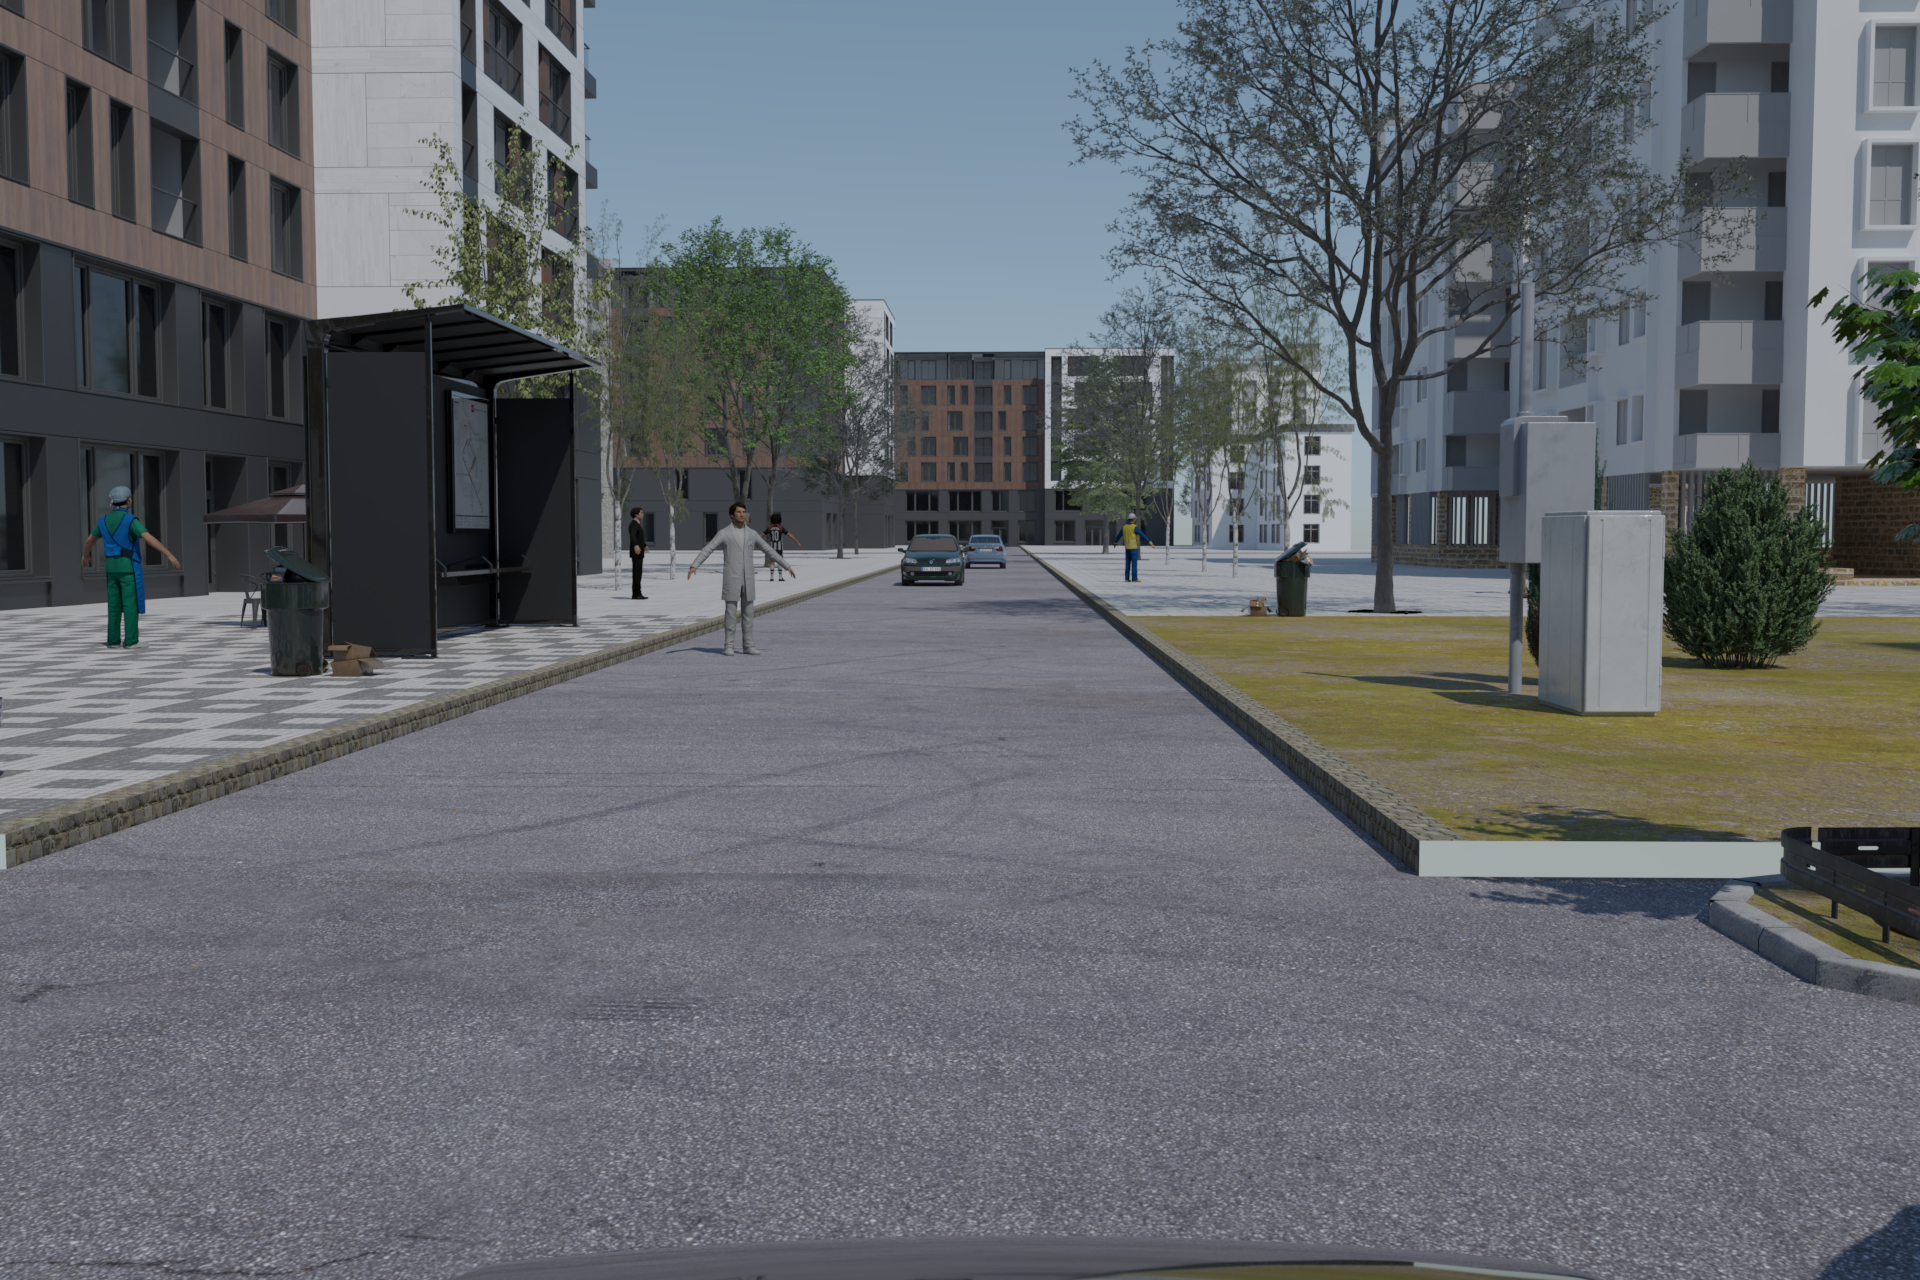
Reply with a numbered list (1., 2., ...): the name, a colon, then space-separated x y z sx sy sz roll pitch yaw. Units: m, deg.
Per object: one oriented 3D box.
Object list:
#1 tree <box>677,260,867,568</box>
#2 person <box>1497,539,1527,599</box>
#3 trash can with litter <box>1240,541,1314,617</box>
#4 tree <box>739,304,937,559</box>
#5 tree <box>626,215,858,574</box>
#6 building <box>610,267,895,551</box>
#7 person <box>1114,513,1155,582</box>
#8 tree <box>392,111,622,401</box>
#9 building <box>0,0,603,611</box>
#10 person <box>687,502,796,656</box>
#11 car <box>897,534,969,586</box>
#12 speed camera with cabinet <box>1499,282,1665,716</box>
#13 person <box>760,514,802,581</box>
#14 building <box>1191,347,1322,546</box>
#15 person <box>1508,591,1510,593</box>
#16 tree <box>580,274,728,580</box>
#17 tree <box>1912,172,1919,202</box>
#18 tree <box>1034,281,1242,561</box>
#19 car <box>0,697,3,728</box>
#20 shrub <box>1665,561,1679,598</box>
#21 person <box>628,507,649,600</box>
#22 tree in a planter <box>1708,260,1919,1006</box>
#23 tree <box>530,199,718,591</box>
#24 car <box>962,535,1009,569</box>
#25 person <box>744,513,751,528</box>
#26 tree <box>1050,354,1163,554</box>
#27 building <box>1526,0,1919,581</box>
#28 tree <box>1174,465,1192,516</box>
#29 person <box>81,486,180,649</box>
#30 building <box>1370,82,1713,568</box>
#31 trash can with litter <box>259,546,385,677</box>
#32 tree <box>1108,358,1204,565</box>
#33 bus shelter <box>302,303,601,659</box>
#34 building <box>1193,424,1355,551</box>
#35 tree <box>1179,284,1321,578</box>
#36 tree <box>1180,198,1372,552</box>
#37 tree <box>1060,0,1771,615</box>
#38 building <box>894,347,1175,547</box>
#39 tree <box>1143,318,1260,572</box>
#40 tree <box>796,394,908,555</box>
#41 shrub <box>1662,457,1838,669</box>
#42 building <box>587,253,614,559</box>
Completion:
1. tree: -7.098 -8.542 65.424 9.928 11.665 9.643 0 3 0
2. person: 11.191 -1.732 34.597 0.705 1.796 1.348 -2 4 -29
3. trash can with litter: 4.924 -0.949 26.909 1.055 1.170 0.624 0 4 1
4. tree: -6.113 -10.942 89.267 12.009 13.543 11.850 0 3 0
5. tree: -7.057 -7.947 55.691 9.928 11.665 9.643 0 3 0
6. building: -20.598 -18.664 149.128 27.936 21.610 32.646 0 4 2
7. person: 4.586 -2.455 46.104 1.349 1.833 0.705 3 5 44
8. tree: -8.220 -4.936 31.074 4.737 8.622 4.395 0 3 0
9. building: -26.061 -11.967 39.639 27.936 21.610 32.646 0 4 2
10. person: -2.606 -0.725 20.501 1.347 1.806 0.705 -2 4 -28
11. car: -0.740 -2.406 49.131 2.009 1.686 4.222 0 4 1
12. speed camera with cabinet: 4.653 -1.145 13.053 0.660 3.252 2.038 0 4 0
13. person: -4.977 -2.498 46.987 1.345 1.843 0.704 0 4 6
14. building: 29.634 -19.977 183.049 16.016 20.090 11.380 0 4 1
15. person: 12.007 -1.929 37.301 0.705 1.858 1.354 2 4 34
16. tree: -7.889 -6.010 48.627 4.360 8.622 3.978 0 3 0
17. tree: 18.660 -5.521 24.673 8.767 10.594 7.601 1 4 11
18. tree: 8.705 -10.617 83.954 12.009 13.543 11.850 0 3 0
19. car: -5.795 0.331 7.169 1.945 1.354 3.894 0 4 2
20. shrub: 11.416 -0.968 26.936 1.383 1.207 1.383 0 3 0
21. person: -6.291 -1.696 33.913 0.705 1.806 1.347 0 4 -3
22. tree in a planter: 3.727 -0.527 5.843 1.991 3.239 1.994 0 4 2
23. tree: -7.985 -5.423 39.025 4.360 8.622 3.978 0 3 0
24. car: 1.060 -3.722 72.863 2.014 1.417 4.499 0 4 1
25. person: -5.305 -2.267 43.201 0.705 1.813 1.348 0 4 -4
26. tree: 9.305 -11.697 109.375 7.486 12.596 7.792 0 3 0
27. building: 23.662 -12.147 55.023 16.016 20.090 11.380 0 4 1
28. tree: 27.991 -16.119 197.965 7.601 10.594 8.767 0 4 1
29. person: -9.379 -0.815 19.460 1.347 1.817 0.704 1 4 18
30. building: 23.580 -13.452 76.367 16.016 20.090 11.380 0 4 1
31. trash can with litter: -5.789 -0.267 15.760 1.055 1.170 0.624 0 4 3
32. tree: 8.717 -7.411 71.531 4.360 8.622 3.978 0 3 0
33. bus shelter: -5.846 -1.806 20.806 1.731 3.624 6.357 0 4 1
34. building: 25.703 -12.470 146.024 9.099 9.664 28.070 0 4 1
35. tree: 8.071 -6.152 50.952 4.360 8.622 3.978 0 3 0
36. tree: 7.250 -5.335 37.584 4.360 8.622 3.978 0 3 0
37. tree: 6.757 -7.170 27.592 12.009 13.543 11.850 0 3 0
38. building: 7.675 -21.801 202.871 32.646 21.610 27.936 0 4 2
39. tree: 8.366 -6.632 58.793 4.360 8.622 3.978 0 3 0
40. tree: -6.739 -10.582 107.421 7.601 10.594 8.767 -2 4 -32
41. shrub: 7.521 -0.751 16.704 1.690 2.028 1.600 0 3 0
42. building: -26.687 -12.733 74.637 16.747 18.905 31.486 0 4 1
